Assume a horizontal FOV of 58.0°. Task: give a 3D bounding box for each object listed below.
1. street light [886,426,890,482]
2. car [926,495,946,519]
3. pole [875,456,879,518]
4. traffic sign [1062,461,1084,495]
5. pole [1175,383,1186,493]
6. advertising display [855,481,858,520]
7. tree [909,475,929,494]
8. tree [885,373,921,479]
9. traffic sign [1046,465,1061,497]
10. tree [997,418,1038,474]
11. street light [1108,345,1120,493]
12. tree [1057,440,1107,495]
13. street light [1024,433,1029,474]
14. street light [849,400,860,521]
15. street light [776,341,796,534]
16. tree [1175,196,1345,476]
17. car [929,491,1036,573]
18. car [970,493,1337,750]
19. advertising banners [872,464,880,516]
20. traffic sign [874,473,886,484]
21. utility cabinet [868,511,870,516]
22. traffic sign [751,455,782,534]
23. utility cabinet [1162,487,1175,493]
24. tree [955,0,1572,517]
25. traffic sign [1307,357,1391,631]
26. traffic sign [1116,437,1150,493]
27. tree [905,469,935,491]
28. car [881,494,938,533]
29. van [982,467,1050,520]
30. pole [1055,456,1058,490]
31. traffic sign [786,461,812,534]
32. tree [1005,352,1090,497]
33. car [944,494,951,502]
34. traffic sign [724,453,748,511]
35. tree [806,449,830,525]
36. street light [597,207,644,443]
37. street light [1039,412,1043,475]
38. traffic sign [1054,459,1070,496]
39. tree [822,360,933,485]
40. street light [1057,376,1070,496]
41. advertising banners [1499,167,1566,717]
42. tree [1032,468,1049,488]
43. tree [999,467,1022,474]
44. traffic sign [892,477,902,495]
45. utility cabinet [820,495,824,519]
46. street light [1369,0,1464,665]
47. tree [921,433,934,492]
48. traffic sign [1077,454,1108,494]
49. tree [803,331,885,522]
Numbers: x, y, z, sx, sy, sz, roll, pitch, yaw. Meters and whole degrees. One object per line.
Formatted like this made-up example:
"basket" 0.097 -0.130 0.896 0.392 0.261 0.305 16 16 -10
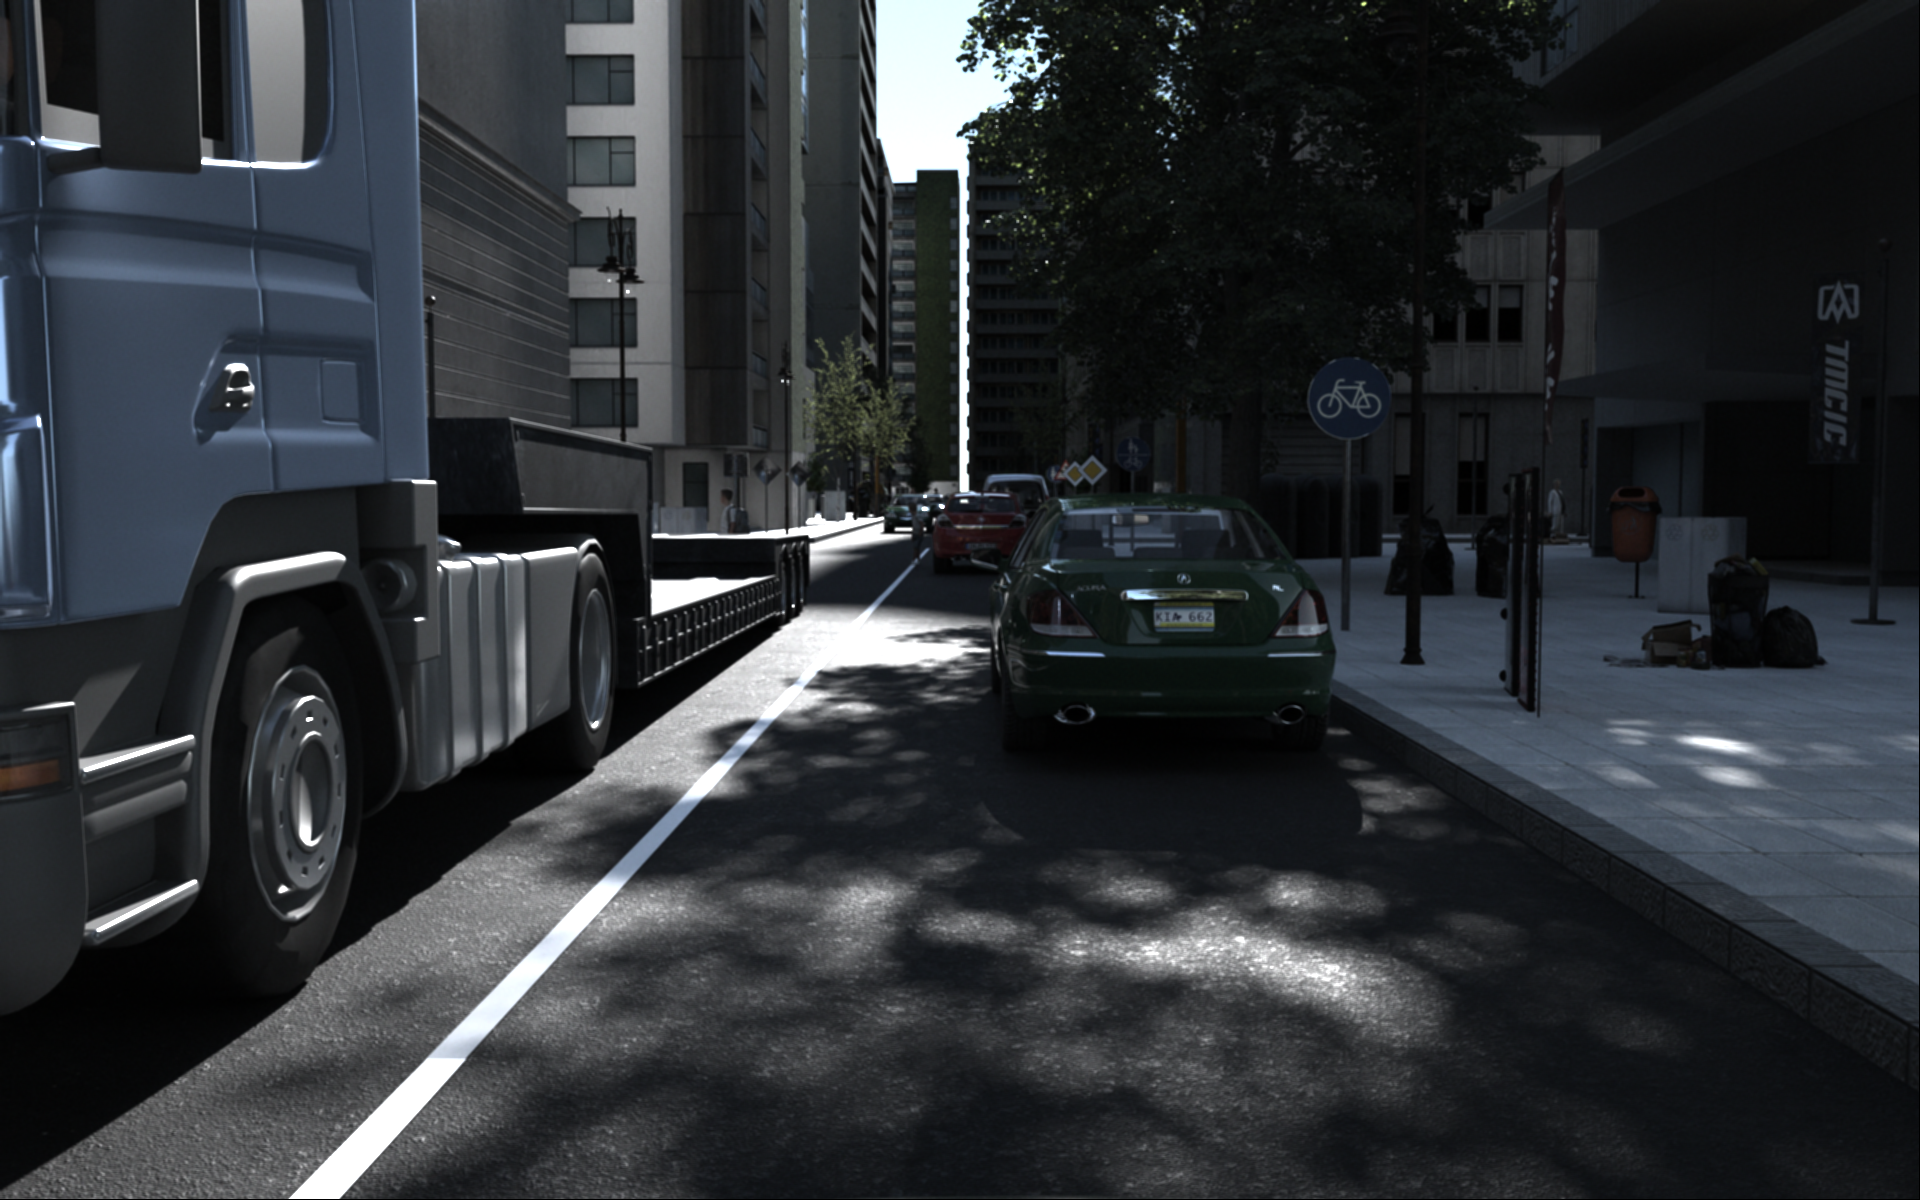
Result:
"street light" -4.576 -8.477 111.379 0.468 5.910 1.993 0 4 1
"car" -1.519 -4.783 90.202 2.014 1.417 4.499 0 4 2
"pole" -4.421 -6.032 92.471 0.158 3.312 0.155 0 3 0
"traffic sign" 3.455 -2.959 52.029 0.795 2.450 0.064 0 4 1
"pole" 3.998 -2.297 31.391 0.158 3.312 0.155 0 3 0
"advertising display" -5.125 -4.913 85.546 0.123 1.923 0.974 0 4 1
"tree" -4.098 -10.942 173.504 1.663 3.219 1.824 0 3 0
"tree" -4.705 -9.503 105.741 4.360 8.622 3.978 0 3 0
"traffic sign" 4.163 -4.629 75.784 0.768 2.556 0.104 0 4 5
"tree" 5.388 -13.022 163.268 4.360 8.622 3.978 0 3 0
"street light" 3.751 -4.282 42.800 0.468 5.910 1.993 0 4 1
"tree" 4.569 -4.148 62.419 1.663 3.219 1.824 0 3 0
"street light" 4.871 -9.417 126.759 0.468 5.910 1.993 0 4 1
"street light" -4.999 -6.685 82.089 0.468 5.910 1.993 0 4 1
"street light" -5.241 -4.864 52.321 0.468 5.910 1.993 0 4 1
"tree" 7.029 -5.506 40.390 4.360 8.622 3.978 0 3 0
"car" 0.461 -1.458 32.876 2.155 1.783 4.494 0 4 2
"car" 1.131 0.042 11.116 2.131 1.459 4.920 0 4 0
"advertising banners" -4.973 -6.455 101.729 0.090 3.025 2.074 1 4 12
"traffic sign" -4.795 -6.292 102.975 0.768 2.556 0.104 0 4 5
"utility cabinet" -5.778 -5.638 103.342 0.306 1.237 1.020 2 4 30
"traffic sign" -4.931 -2.478 44.161 0.795 2.450 0.064 0 4 1
"utility cabinet" 6.820 -2.926 56.513 0.318 1.500 1.173 1 4 17
"tree" 4.110 -7.246 25.134 9.857 13.997 8.962 0 3 0
"traffic sign" 3.621 -0.984 16.199 0.768 2.556 0.104 0 4 4
"traffic sign" 3.852 -2.357 38.642 0.768 2.556 0.104 0 4 2
"tree" -4.579 -13.219 199.837 4.285 4.588 4.351 0 3 0
"car" -1.883 -3.279 65.418 2.131 1.459 4.920 0 4 1
"van" 1.182 -1.874 37.656 2.013 2.044 4.112 0 4 1
"pole" 5.081 -5.962 91.320 0.158 3.312 0.155 0 3 0
"traffic sign" -4.838 -2.967 52.145 0.795 2.450 0.064 0 4 1
"tree" 4.616 -8.366 87.151 4.737 8.622 4.395 0 3 0
"car" -0.923 -10.384 181.775 2.014 1.417 4.499 0 3 0
"traffic sign" -5.517 -2.479 42.662 0.606 2.300 0.079 0 4 5
"tree" -5.992 -4.739 72.091 1.663 3.219 1.824 0 3 0
"street light" -5.496 -3.391 28.226 0.468 5.910 1.993 0 4 1
"street light" 4.497 -7.612 97.249 0.468 5.910 1.993 0 4 1
"traffic sign" 3.957 -3.963 64.798 0.884 2.594 0.081 0 4 8
"tree" -5.301 -11.353 120.036 7.601 10.594 8.767 2 4 28
"street light" 4.070 -5.821 67.959 0.468 5.910 1.993 0 4 1
"advertising banners" 3.417 -0.867 10.364 0.090 3.025 2.074 1 4 11
"tree" 5.745 -8.221 129.021 1.663 3.219 1.824 0 3 0
"tree" 5.908 -13.489 204.266 4.285 4.588 4.351 0 3 0
"traffic sign" -4.680 -7.727 126.342 0.884 2.594 0.081 0 4 5
"utility cabinet" -6.808 -4.838 90.265 0.306 1.237 1.020 3 5 41
"street light" 3.420 -2.454 12.912 0.468 5.910 1.993 0 4 1
"tree" -4.530 -14.374 185.375 4.360 8.622 3.978 0 3 0
"traffic sign" 3.362 -2.471 44.044 0.795 2.450 0.064 0 4 1
"tree" -5.551 -7.832 78.413 4.360 8.622 3.978 0 3 0
